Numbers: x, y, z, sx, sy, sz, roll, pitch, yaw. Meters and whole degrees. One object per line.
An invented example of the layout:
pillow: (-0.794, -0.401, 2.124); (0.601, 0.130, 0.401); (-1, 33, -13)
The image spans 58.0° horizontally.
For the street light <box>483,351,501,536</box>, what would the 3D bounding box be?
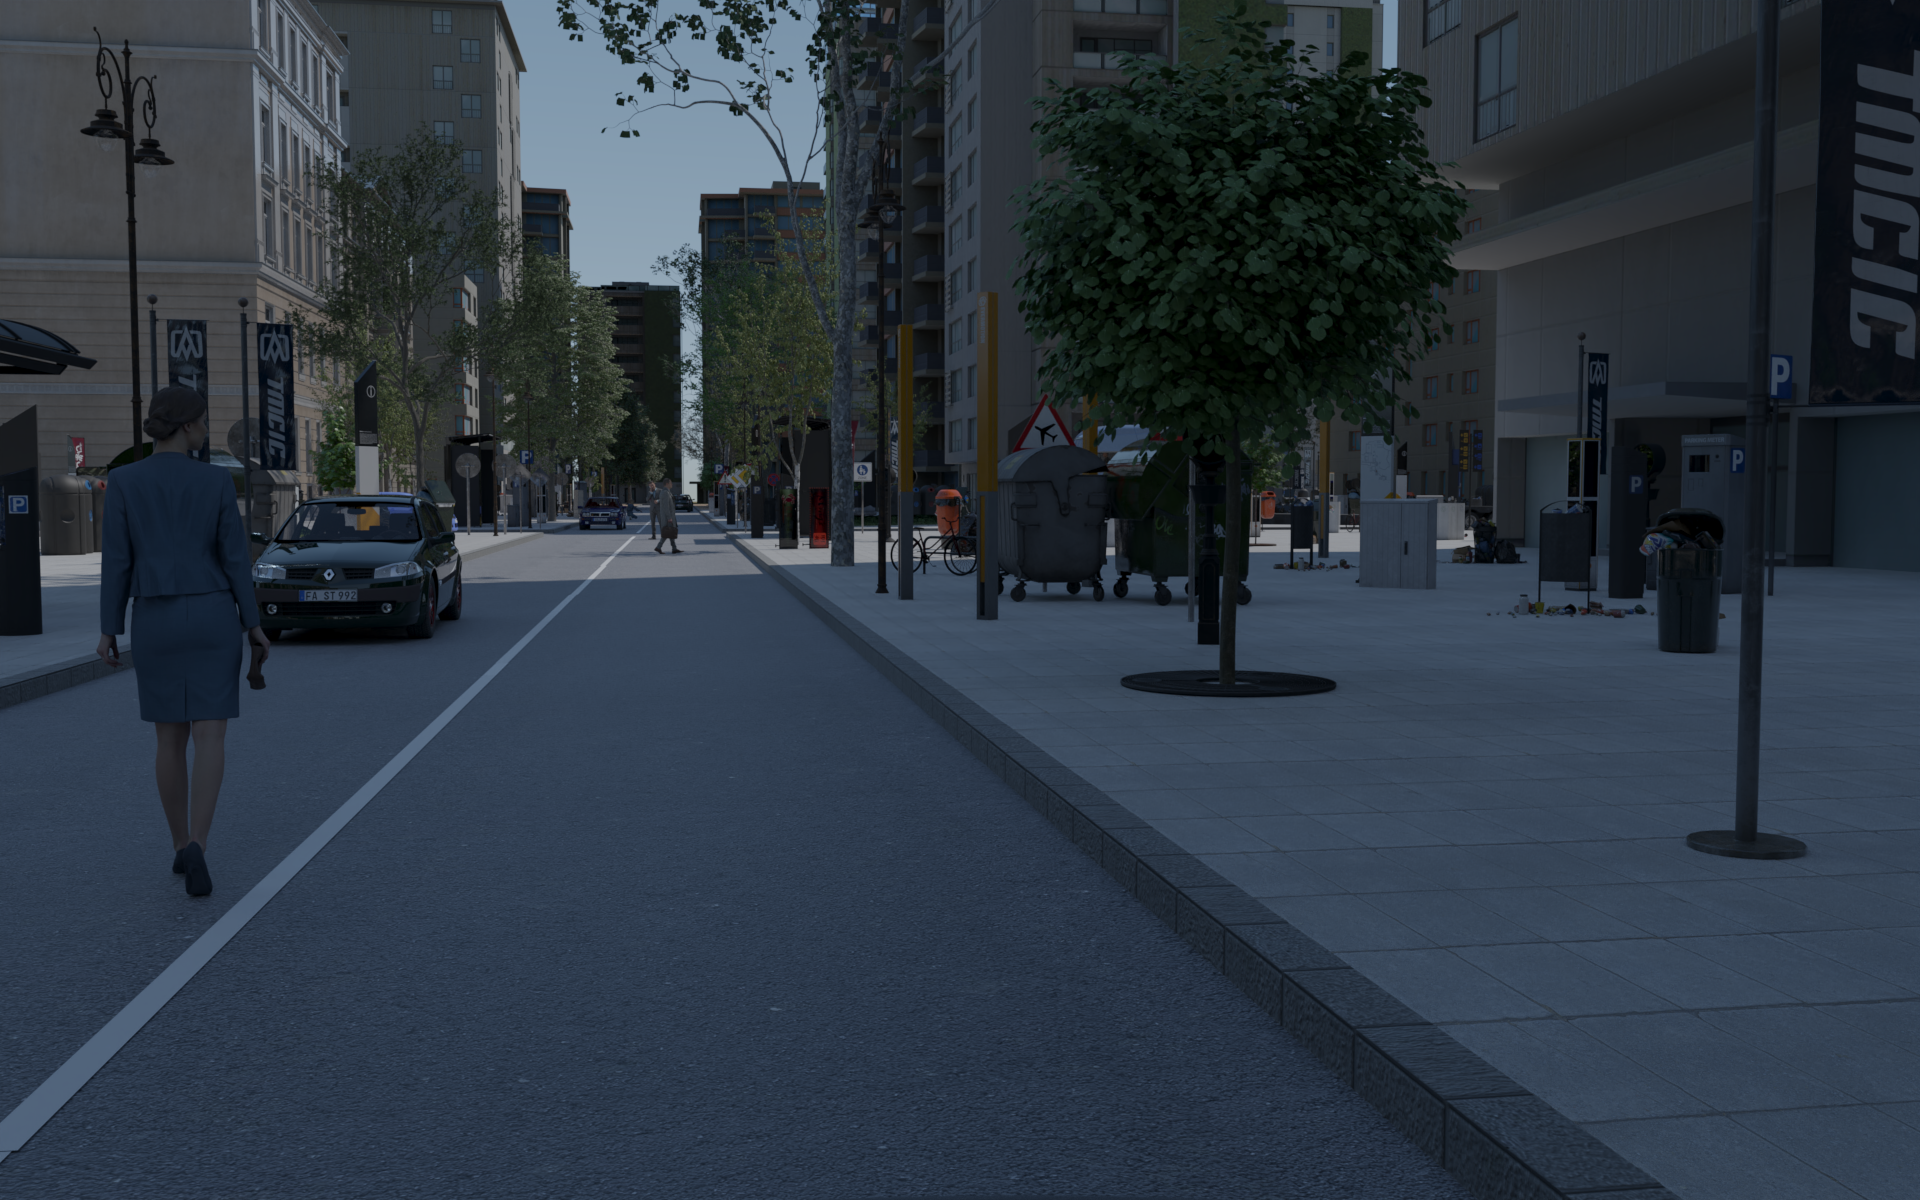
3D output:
street light: (-14.143, -4.881, 52.591); (0.468, 5.910, 1.993); (-1, 4, -9)

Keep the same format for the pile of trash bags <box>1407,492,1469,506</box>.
pile of trash bags: (22.753, -4.448, 82.471); (3.447, 1.369, 1.912); (2, 4, 30)

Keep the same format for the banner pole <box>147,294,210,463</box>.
banner pole: (-9.890, -1.947, 21.851); (0.863, 3.779, 0.401); (-1, 4, -14)

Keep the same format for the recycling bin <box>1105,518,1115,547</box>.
recycling bin: (3.845, -1.804, 42.048); (0.722, 1.027, 0.722); (-2, 4, -35)

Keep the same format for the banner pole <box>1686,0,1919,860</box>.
banner pole: (3.052, -0.981, 6.054); (0.863, 3.779, 0.401); (2, 4, 26)

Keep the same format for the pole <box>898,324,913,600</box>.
pole: (-0.660, -1.659, 20.973); (0.158, 3.312, 0.155); (0, 3, 0)

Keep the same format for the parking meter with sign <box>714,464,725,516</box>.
parking meter with sign: (-14.062, -6.452, 101.752); (0.543, 3.016, 1.738); (0, 4, -2)

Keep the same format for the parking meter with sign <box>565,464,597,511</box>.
parking meter with sign: (-22.309, -6.462, 101.915); (0.543, 3.016, 1.738); (3, 5, 43)

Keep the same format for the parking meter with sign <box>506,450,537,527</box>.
parking meter with sign: (-17.295, -4.390, 68.035); (0.543, 3.016, 1.738); (0, 4, 6)

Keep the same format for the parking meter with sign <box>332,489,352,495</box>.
parking meter with sign: (-24.503, -4.425, 68.616); (1.738, 3.016, 0.543); (-3, 5, -40)

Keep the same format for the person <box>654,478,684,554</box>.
person: (-6.970, -2.011, 41.486); (0.767, 1.812, 0.694); (-1, 4, -18)

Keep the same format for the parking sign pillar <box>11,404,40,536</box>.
parking sign pillar: (-28.301, -3.881, 51.919); (1.447, 3.967, 1.447); (-1, 4, -16)

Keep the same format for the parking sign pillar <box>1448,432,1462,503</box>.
parking sign pillar: (21.536, -5.314, 75.358); (1.447, 3.967, 1.447); (1, 4, 23)

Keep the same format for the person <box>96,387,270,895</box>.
person: (-2.850, 0.136, 6.305); (0.581, 1.822, 0.654); (-1, 4, -8)

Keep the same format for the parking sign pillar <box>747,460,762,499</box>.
parking sign pillar: (-12.214, -7.070, 104.073); (1.447, 3.967, 1.447); (3, 4, 39)

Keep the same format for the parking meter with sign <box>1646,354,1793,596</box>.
parking meter with sign: (9.763, -1.601, 22.436); (0.543, 3.016, 1.738); (-2, 4, -34)

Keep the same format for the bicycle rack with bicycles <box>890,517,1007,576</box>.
bicycle rack with bicycles: (0.707, -0.878, 27.738); (2.925, 0.926, 2.852); (3, 4, 36)

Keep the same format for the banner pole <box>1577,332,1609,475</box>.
banner pole: (9.803, -2.261, 26.979); (0.863, 3.779, 0.401); (-2, 4, -29)

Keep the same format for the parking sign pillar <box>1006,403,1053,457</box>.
parking sign pillar: (1.999, -3.750, 49.786); (1.447, 3.967, 1.447); (0, 4, -6)

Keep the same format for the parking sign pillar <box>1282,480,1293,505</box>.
parking sign pillar: (23.692, -8.438, 126.441); (1.447, 3.967, 1.447); (-1, 4, -18)

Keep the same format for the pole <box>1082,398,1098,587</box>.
pole: (1.788, -1.833, 23.810); (0.158, 3.312, 0.155); (0, 3, 0)

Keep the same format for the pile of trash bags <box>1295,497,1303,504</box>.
pile of trash bags: (13.982, -4.160, 77.765); (1.912, 1.369, 3.447); (-3, 4, -38)

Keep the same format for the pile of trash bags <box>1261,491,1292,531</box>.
pile of trash bags: (9.315, -2.998, 58.768); (3.447, 1.369, 1.912); (-2, 4, -30)

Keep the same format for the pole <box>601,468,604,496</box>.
pole: (-27.407, -8.506, 132.909); (0.158, 3.312, 0.155); (0, 3, 0)

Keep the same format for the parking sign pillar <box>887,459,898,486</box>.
parking sign pillar: (-3.467, -6.559, 95.704); (1.447, 3.967, 1.447); (1, 4, 15)

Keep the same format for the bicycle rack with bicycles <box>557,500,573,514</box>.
bicycle rack with bicycles: (-26.819, -6.148, 113.901); (2.852, 0.926, 2.925); (-3, 4, -38)

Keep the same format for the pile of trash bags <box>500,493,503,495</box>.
pile of trash bags: (-33.060, -7.204, 127.538); (1.912, 1.369, 3.447); (-3, 5, -40)

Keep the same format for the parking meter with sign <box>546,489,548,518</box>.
parking meter with sign: (-23.419, -6.018, 94.663); (1.738, 3.016, 0.543); (0, 4, -2)

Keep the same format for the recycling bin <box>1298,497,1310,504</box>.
recycling bin: (25.399, -7.058, 127.948); (0.722, 1.027, 0.722); (2, 4, 24)

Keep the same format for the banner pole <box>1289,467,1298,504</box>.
banner pole: (20.354, -7.066, 105.545); (0.863, 3.779, 0.401); (0, 4, 6)

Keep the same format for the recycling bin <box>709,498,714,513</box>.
recycling bin: (-16.908, -6.572, 120.009); (0.722, 1.027, 0.722); (-3, 5, -43)

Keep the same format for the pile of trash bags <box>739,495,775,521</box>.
pile of trash bags: (-9.767, -4.542, 84.014); (1.912, 1.369, 3.447); (-1, 4, -8)

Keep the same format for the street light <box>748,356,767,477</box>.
street light: (-6.617, -5.155, 57.064); (0.468, 5.910, 1.993); (-1, 4, -9)

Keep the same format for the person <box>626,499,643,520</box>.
person: (-18.280, -5.038, 96.366); (1.012, 1.151, 0.738); (2, 4, 34)

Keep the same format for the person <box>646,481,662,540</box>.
person: (-9.550, -2.823, 54.455); (0.655, 1.846, 0.447); (1, 4, 9)

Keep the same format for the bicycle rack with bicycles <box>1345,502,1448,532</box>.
bicycle rack with bicycles: (14.270, -2.668, 57.006); (2.852, 0.926, 2.925); (0, 4, -8)

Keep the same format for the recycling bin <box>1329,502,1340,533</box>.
recycling bin: (12.227, -2.747, 57.471); (0.722, 1.027, 0.722); (1, 4, 16)

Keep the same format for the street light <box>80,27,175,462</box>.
street light: (-8.471, -2.752, 17.779); (0.468, 5.910, 1.993); (-1, 4, -9)

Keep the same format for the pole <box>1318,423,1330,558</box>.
pole: (7.314, -2.502, 34.752); (0.158, 3.312, 0.155); (0, 3, 0)

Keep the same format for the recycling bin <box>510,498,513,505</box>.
recycling bin: (-29.345, -6.247, 114.699); (0.722, 1.027, 0.722); (0, 4, -1)

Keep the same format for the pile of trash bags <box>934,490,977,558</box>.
pile of trash bags: (0.602, -1.619, 36.227); (1.912, 1.369, 3.447); (2, 4, 35)

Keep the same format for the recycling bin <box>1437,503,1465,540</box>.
recycling bin: (13.674, -2.209, 48.670); (0.722, 1.027, 0.722); (-3, 4, -37)

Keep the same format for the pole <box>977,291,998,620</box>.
pole: (0.279, -1.453, 17.599); (0.158, 3.312, 0.155); (0, 3, 0)

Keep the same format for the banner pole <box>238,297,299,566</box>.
banner pole: (-8.948, -1.974, 22.297); (0.863, 3.779, 0.401); (-3, 5, -41)

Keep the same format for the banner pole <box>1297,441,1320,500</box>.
banner pole: (16.509, -5.607, 81.689); (0.863, 3.779, 0.401); (-2, 4, -33)

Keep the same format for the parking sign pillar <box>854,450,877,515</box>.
parking sign pillar: (-5.772, -7.122, 104.912); (1.447, 3.967, 1.447); (-3, 5, -40)

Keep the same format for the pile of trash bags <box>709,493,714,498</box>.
pile of trash bags: (-18.818, -7.703, 135.701); (1.912, 1.369, 3.447); (1, 4, 15)

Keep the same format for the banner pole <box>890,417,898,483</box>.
banner pole: (-1.725, -3.616, 49.143); (0.863, 3.779, 0.401); (3, 4, 37)
